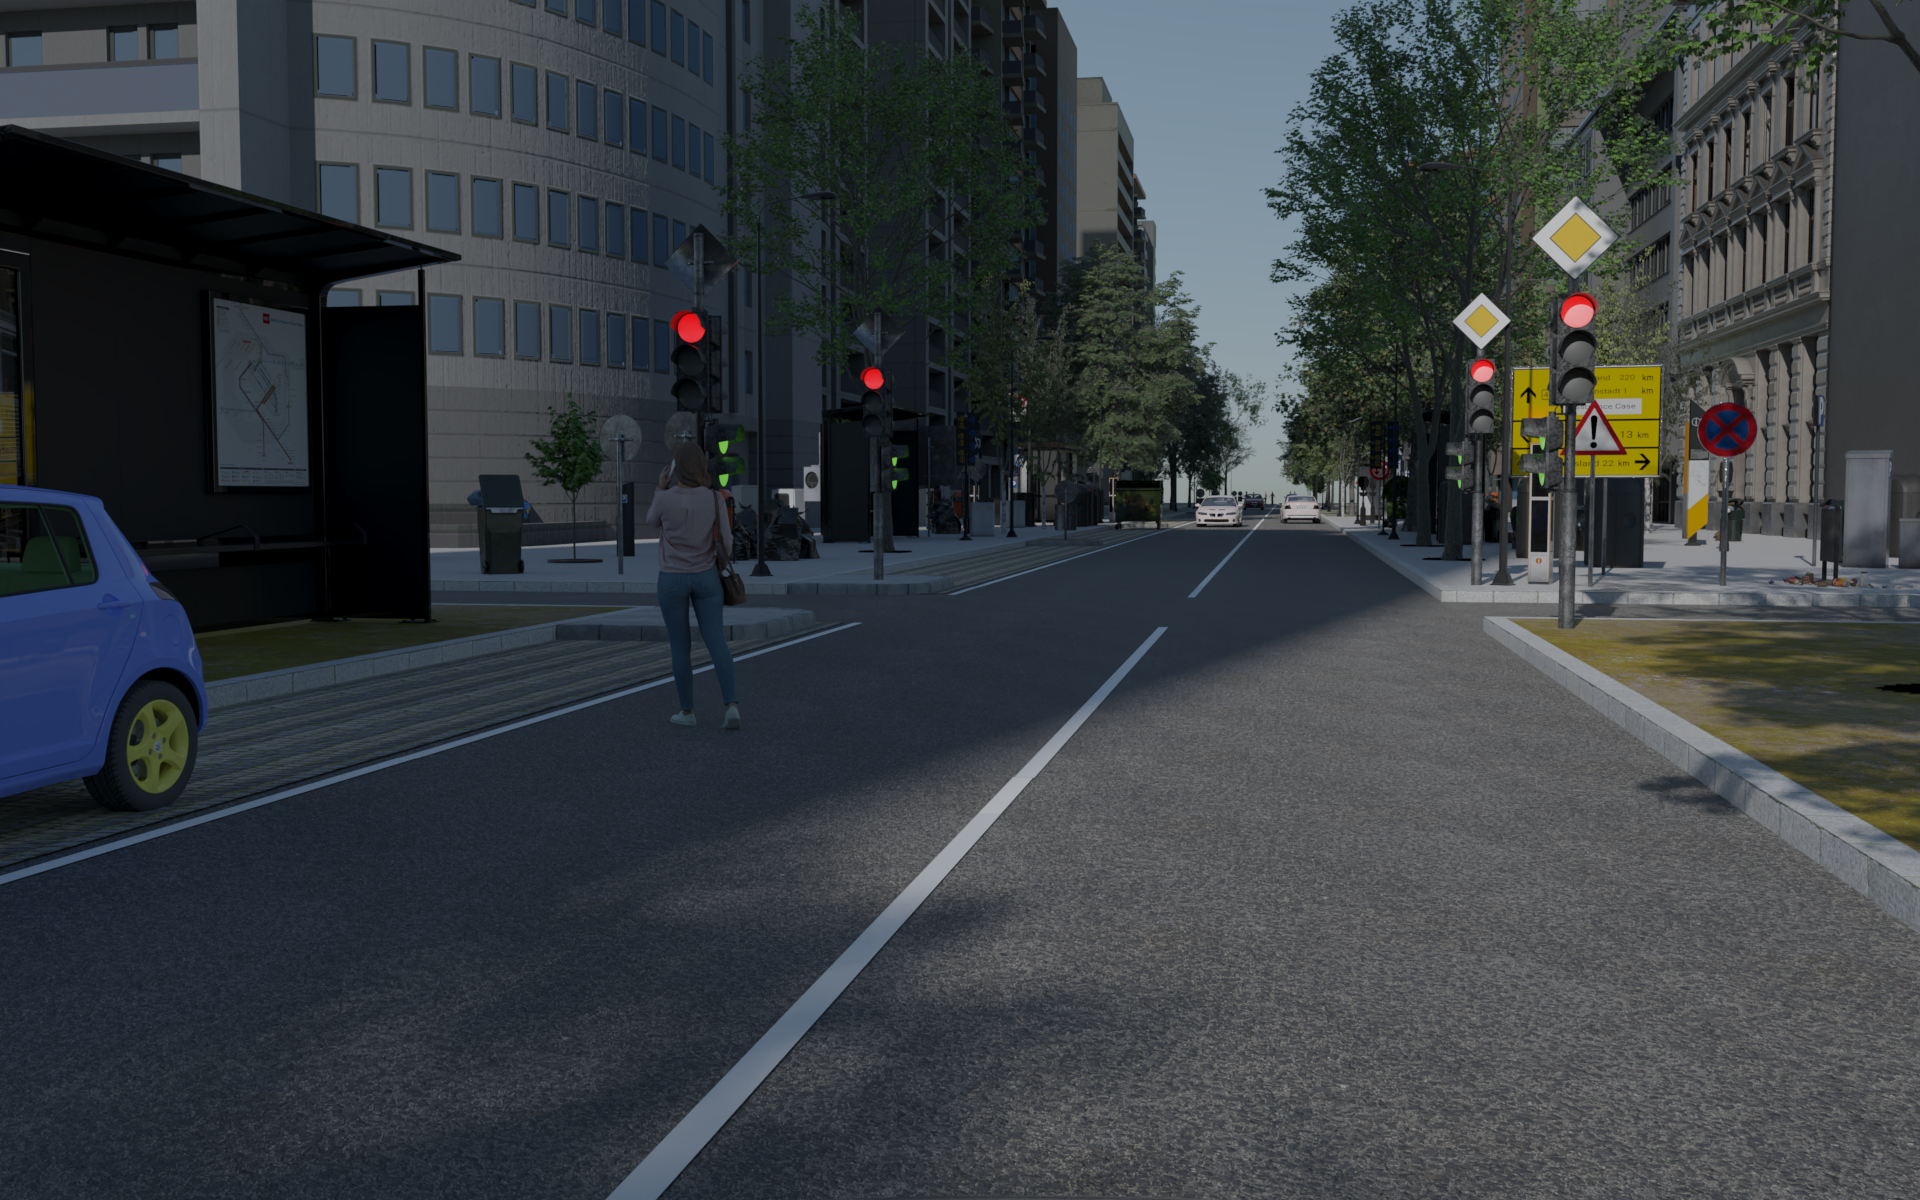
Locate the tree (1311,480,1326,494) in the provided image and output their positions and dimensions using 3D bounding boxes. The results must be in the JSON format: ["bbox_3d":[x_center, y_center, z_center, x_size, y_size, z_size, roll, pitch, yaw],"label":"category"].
[{"bbox_3d":[50.993,-15.535,248.600,1.663,3.219,1.824,0,3,0],"label":"tree"}]

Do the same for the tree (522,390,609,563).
[{"bbox_3d":[-7.376,-2.315,32.448,1.663,3.219,1.824,0,3,0],"label":"tree"}]

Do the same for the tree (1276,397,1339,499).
[{"bbox_3d":[44.317,-18.955,216.575,9.857,13.997,8.962,0,3,0],"label":"tree"}]

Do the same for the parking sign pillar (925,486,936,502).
[{"bbox_3d":[-1.264,-5.225,73.899,1.447,3.967,1.447,0,4,-5],"label":"parking sign pillar"}]

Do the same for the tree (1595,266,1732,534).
[{"bbox_3d":[22.263,-6.437,55.603,4.360,8.622,3.978,0,3,0],"label":"tree"}]

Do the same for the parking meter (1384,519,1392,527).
[{"bbox_3d":[16.610,-3.753,67.080,0.255,1.863,0.399,3,5,43],"label":"parking meter"}]

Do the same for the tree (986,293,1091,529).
[{"bbox_3d":[3.021,-6.882,62.885,4.360,8.622,3.978,0,3,0],"label":"tree"}]

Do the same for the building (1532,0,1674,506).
[{"bbox_3d":[42.525,-25.869,106.546,14.154,41.232,14.086,1,4,11],"label":"building"}]

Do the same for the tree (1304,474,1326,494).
[{"bbox_3d":[49.486,-15.755,241.300,4.285,4.588,4.351,0,3,0],"label":"tree"}]

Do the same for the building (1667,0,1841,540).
[{"bbox_3d":[30.343,-13.869,55.643,11.050,23.489,19.941,1,4,11],"label":"building"}]

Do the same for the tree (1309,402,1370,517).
[{"bbox_3d":[21.344,-8.858,95.189,4.360,8.622,3.978,0,3,0],"label":"tree"}]

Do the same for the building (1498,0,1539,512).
[{"bbox_3d":[45.247,-28.756,120.274,14.600,45.320,14.200,1,4,11],"label":"building"}]

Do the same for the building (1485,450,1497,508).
[{"bbox_3d":[53.200,-50.651,140.821,22.319,86.520,31.000,1,4,11],"label":"building"}]

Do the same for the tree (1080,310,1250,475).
[{"bbox_3d":[12.337,-12.468,114.218,12.009,13.543,11.850,0,3,0],"label":"tree"}]

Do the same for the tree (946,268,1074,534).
[{"bbox_3d":[1.464,-6.434,55.561,4.737,8.622,4.395,0,3,0],"label":"tree"}]

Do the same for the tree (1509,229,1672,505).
[{"bbox_3d":[17.730,-6.014,48.687,4.737,8.622,4.395,0,3,0],"label":"tree"}]

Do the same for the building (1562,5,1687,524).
[{"bbox_3d":[37.303,-15.956,79.940,14.314,24.678,30.058,1,4,11],"label":"building"}]

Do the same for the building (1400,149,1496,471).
[{"bbox_3d":[67.278,-34.697,221.913,22.147,44.769,28.867,1,4,11],"label":"building"}]

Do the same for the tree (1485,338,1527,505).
[{"bbox_3d":[20.649,-7.161,67.450,4.360,8.622,3.978,0,3,0],"label":"tree"}]

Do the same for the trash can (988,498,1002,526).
[{"bbox_3d":[1.484,-3.620,70.840,0.748,1.137,0.748,0,3,0],"label":"trash can"}]

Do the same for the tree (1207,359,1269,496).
[{"bbox_3d":[37.191,-23.618,242.039,12.611,20.169,13.585,0,3,0],"label":"tree"}]

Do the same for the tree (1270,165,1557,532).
[{"bbox_3d":[15.489,-8.668,58.725,9.611,12.733,9.660,0,3,0],"label":"tree"}]

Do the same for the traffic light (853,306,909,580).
[{"bbox_3d":[-1.205,-2.260,25.876,0.839,4.253,0.868,1,4,11],"label":"traffic light"}]

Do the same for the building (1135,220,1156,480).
[{"bbox_3d":[20.973,-34.819,252.887,14.154,41.232,14.086,1,4,11],"label":"building"}]

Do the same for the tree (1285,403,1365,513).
[{"bbox_3d":[29.838,-12.528,139.243,8.767,10.594,7.601,2,4,33],"label":"tree"}]

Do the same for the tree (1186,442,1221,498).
[{"bbox_3d":[23.960,-13.685,174.115,4.360,8.622,3.978,0,3,0],"label":"tree"}]

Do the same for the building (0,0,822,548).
[{"bbox_3d":[-18.145,-31.229,52.597,21.231,58.520,28.212,1,4,11],"label":"building"}]

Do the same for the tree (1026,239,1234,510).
[{"bbox_3d":[7.835,-10.964,85.911,9.857,13.997,8.962,0,3,0],"label":"tree"}]

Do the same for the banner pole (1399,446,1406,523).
[{"bbox_3d":[19.464,-5.287,76.463,0.401,3.779,0.863,-2,4,-29],"label":"banner pole"}]

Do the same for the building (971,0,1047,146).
[{"bbox_3d":[-5.110,-29.619,138.901,22.147,44.769,28.867,1,4,11],"label":"building"}]

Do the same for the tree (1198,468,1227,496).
[{"bbox_3d":[28.164,-12.846,193.740,4.285,4.588,4.351,0,3,0],"label":"tree"}]

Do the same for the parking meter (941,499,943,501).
[{"bbox_3d":[-1.108,-5.691,98.751,0.255,1.863,0.399,-1,4,-18],"label":"parking meter"}]

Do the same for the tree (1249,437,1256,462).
[{"bbox_3d":[33.327,-19.237,224.893,12.009,13.543,11.850,0,3,0],"label":"tree"}]

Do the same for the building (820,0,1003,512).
[{"bbox_3d":[-7.979,-41.300,113.507,20.563,71.187,20.611,1,4,11],"label":"building"}]

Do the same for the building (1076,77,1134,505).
[{"bbox_3d":[9.083,-35.672,206.934,21.300,48.544,21.600,1,4,11],"label":"building"}]

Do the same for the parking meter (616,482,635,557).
[{"bbox_3d":[-6.890,-1.667,35.659,0.372,1.533,0.369,0,3,0],"label":"parking meter"}]

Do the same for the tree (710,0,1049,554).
[{"bbox_3d":[-1.796,-6.844,37.651,9.928,11.665,9.643,0,3,0],"label":"tree"}]

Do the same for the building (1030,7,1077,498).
[{"bbox_3d":[2.991,-31.139,159.233,14.600,45.320,14.200,1,4,11],"label":"building"}]

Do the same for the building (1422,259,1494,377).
[{"bbox_3d":[60.601,-26.287,201.491,14.160,30.474,14.107,1,4,11],"label":"building"}]

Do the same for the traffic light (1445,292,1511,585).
[{"bbox_3d":[7.261,-2.164,24.301,0.839,4.253,0.868,1,4,11],"label":"traffic light"}]

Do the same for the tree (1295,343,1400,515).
[{"bbox_3d":[24.682,-11.541,106.819,7.486,12.596,7.792,0,3,0],"label":"tree"}]

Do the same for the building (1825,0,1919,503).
[{"bbox_3d":[33.857,-14.900,37.117,24.014,27.812,14.314,1,4,11],"label":"building"}]

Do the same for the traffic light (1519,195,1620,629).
[{"bbox_3d":[5.780,-1.684,16.454,0.839,4.253,0.868,1,4,11],"label":"traffic light"}]

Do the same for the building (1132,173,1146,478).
[{"bbox_3d":[13.214,-35.339,232.424,22.147,44.769,28.867,1,4,11],"label":"building"}]

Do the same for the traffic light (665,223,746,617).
[{"bbox_3d":[-2.685,-1.780,18.029,0.839,4.253,0.868,1,4,11],"label":"traffic light"}]

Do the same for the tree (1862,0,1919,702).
[{"bbox_3d":[6.570,-5.183,10.492,9.928,11.665,9.643,0,3,0],"label":"tree"}]
